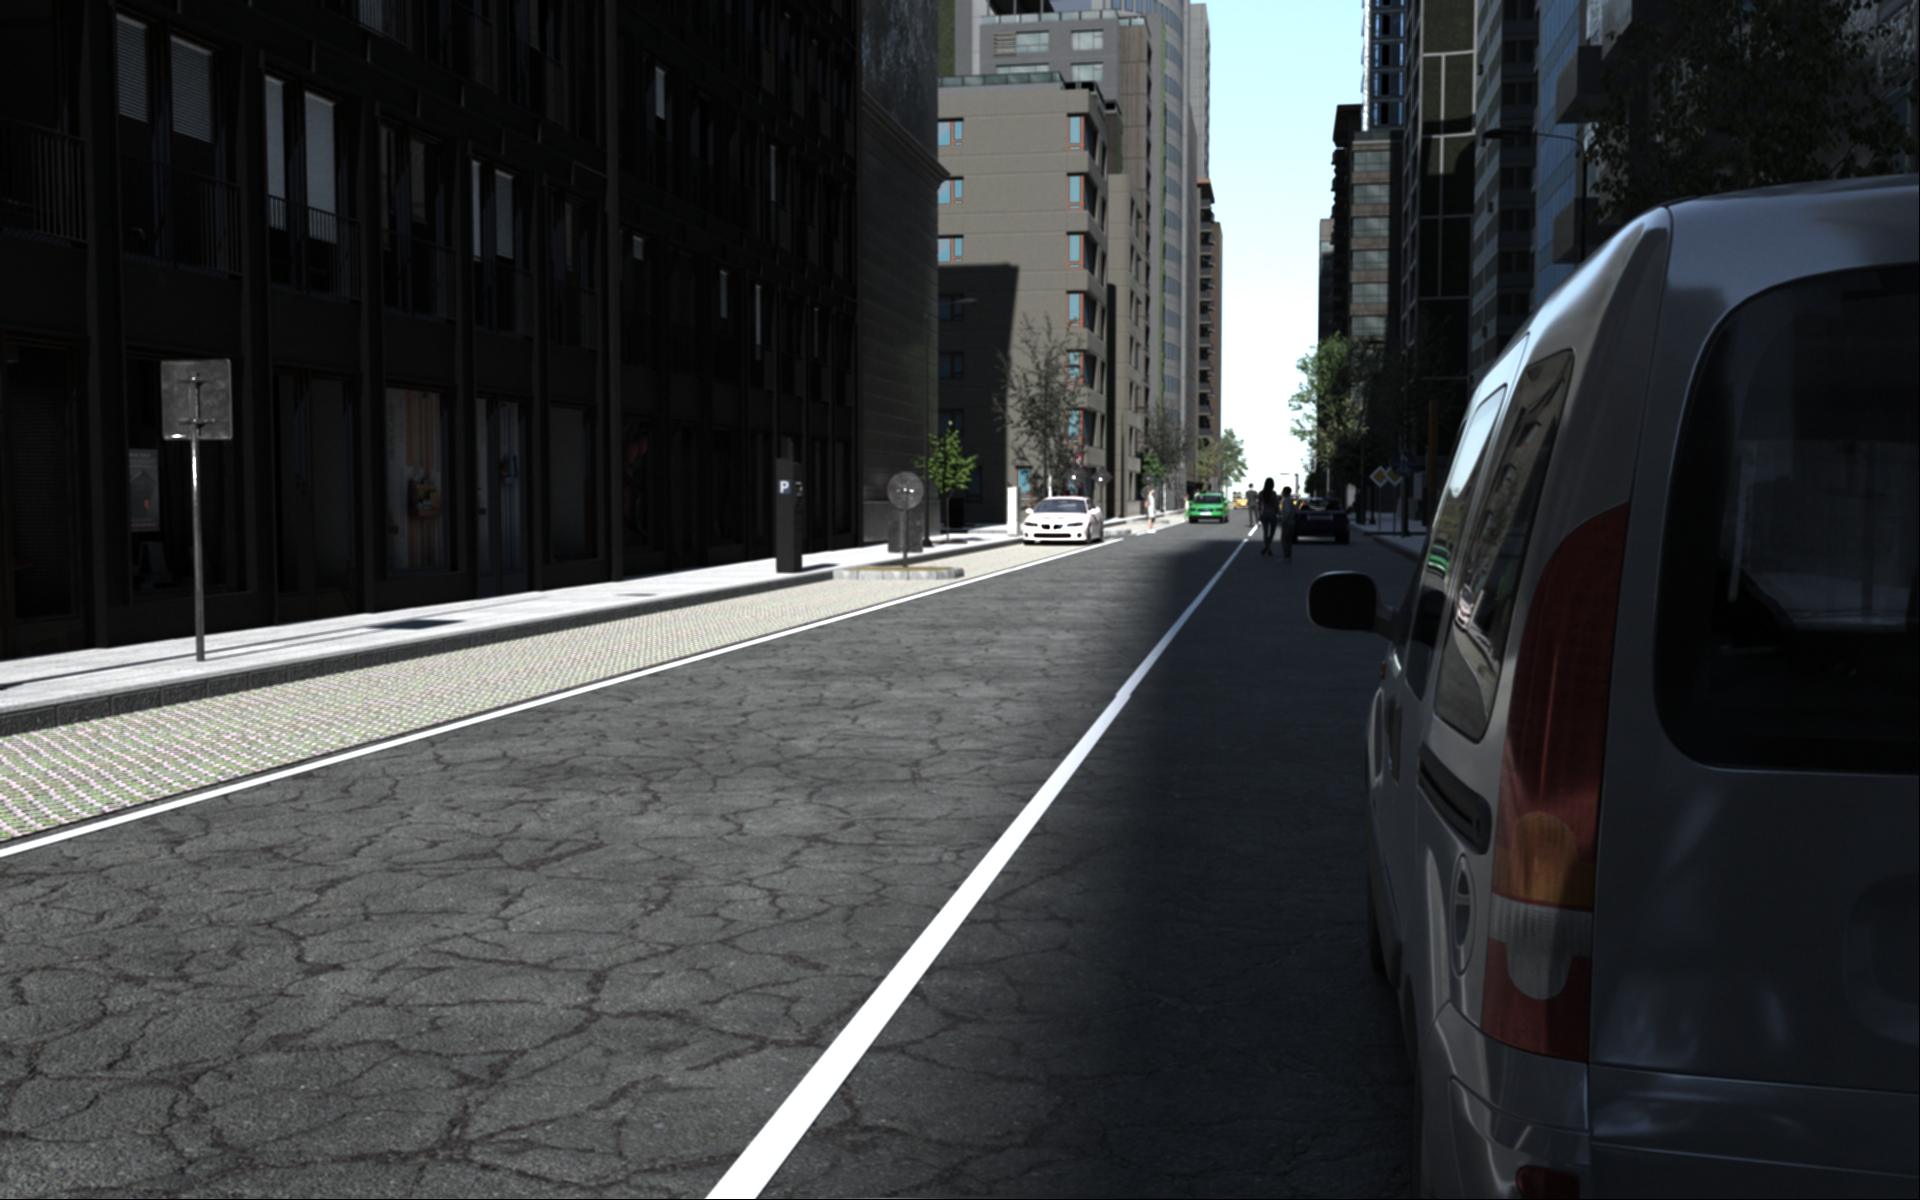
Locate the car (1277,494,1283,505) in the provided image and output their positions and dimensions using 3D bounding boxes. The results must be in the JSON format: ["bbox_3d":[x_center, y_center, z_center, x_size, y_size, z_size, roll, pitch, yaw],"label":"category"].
[{"bbox_3d":[26.955,-8.198,143.823,2.009,1.686,4.222,1,4,11],"label":"car"}]

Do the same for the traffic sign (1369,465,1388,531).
[{"bbox_3d":[14.612,-3.463,60.263,0.795,2.450,0.064,1,4,10],"label":"traffic sign"}]

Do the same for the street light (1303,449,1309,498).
[{"bbox_3d":[36.517,-12.637,179.148,1.470,5.913,1.316,1,4,10],"label":"street light"}]

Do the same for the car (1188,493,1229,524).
[{"bbox_3d":[12.339,-4.710,85.807,1.959,1.807,4.718,1,4,12],"label":"car"}]

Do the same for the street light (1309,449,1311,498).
[{"bbox_3d":[30.822,-10.738,148.106,1.470,5.913,1.316,1,4,10],"label":"street light"}]

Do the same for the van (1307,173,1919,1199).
[{"bbox_3d":[1.792,0.194,3.848,2.013,2.044,4.112,1,4,12],"label":"van"}]

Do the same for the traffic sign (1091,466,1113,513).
[{"bbox_3d":[5.084,-3.572,62.048,0.795,2.450,0.064,1,4,10],"label":"traffic sign"}]

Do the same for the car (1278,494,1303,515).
[{"bbox_3d":[22.412,-6.512,116.702,2.015,1.641,3.980,1,4,9],"label":"car"}]

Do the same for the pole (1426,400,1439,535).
[{"bbox_3d":[10.263,-2.678,37.625,0.158,3.312,0.155,0,3,0],"label":"pole"}]

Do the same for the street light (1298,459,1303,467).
[{"bbox_3d":[45.837,-15.701,229.258,1.470,5.913,1.316,1,4,10],"label":"street light"}]

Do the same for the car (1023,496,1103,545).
[{"bbox_3d":[3.005,-2.285,49.728,2.083,1.381,4.827,1,4,12],"label":"car"}]

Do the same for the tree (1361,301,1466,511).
[{"bbox_3d":[17.373,-7.139,67.078,4.360,8.622,3.978,0,3,0],"label":"tree"}]

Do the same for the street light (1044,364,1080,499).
[{"bbox_3d":[3.600,-5.480,62.140,1.470,5.913,1.316,1,4,10],"label":"street light"}]

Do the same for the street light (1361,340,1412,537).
[{"bbox_3d":[12.950,-4.877,52.281,1.470,5.913,1.316,1,4,10],"label":"street light"}]

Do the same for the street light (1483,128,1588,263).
[{"bbox_3d":[7.338,-3.028,22.054,1.470,5.913,1.316,1,4,10],"label":"street light"}]

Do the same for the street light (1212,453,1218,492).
[{"bbox_3d":[28.934,-13.804,198.235,1.470,5.913,1.316,1,4,10],"label":"street light"}]

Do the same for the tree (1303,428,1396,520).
[{"bbox_3d":[19.848,-6.249,85.882,4.285,4.588,4.351,0,3,0],"label":"tree"}]

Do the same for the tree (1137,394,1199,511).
[{"bbox_3d":[15.700,-11.120,132.177,4.360,8.622,3.978,0,3,0],"label":"tree"}]

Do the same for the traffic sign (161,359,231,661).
[{"bbox_3d":[-5.823,-0.678,13.217,0.606,2.300,0.079,1,4,15],"label":"traffic sign"}]

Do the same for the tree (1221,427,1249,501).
[{"bbox_3d":[45.189,-22.928,292.994,7.486,12.596,7.792,0,3,0],"label":"tree"}]

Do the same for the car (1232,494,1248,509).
[{"bbox_3d":[27.010,-9.486,165.327,2.015,1.641,3.980,1,4,9],"label":"car"}]

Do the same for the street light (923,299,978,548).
[{"bbox_3d":[-0.275,-4.215,41.462,1.470,5.913,1.316,1,4,10],"label":"street light"}]

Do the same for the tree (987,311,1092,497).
[{"bbox_3d":[3.407,-7.237,68.690,4.360,8.622,3.978,0,3,0],"label":"tree"}]

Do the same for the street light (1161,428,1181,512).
[{"bbox_3d":[14.858,-9.153,122.199,1.470,5.913,1.316,1,4,10],"label":"street light"}]

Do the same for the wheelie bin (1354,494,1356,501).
[{"bbox_3d":[28.350,-7.027,122.796,0.693,1.594,0.980,0,4,-3],"label":"wheelie bin"}]

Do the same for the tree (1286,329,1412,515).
[{"bbox_3d":[24.094,-11.153,108.111,9.928,11.665,9.643,0,3,0],"label":"tree"}]

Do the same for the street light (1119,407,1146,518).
[{"bbox_3d":[9.163,-7.317,92.182,1.470,5.913,1.316,1,4,10],"label":"street light"}]

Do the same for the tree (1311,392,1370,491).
[{"bbox_3d":[27.208,-10.635,124.238,4.737,8.622,4.395,0,3,0],"label":"tree"}]

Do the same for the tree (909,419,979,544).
[{"bbox_3d":[-0.213,-3.083,45.005,1.663,3.219,1.824,0,3,0],"label":"tree"}]

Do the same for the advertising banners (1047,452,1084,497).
[{"bbox_3d":[4.432,-4.708,73.163,2.074,3.025,0.090,3,5,43],"label":"advertising banners"}]

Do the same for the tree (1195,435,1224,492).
[{"bbox_3d":[29.862,-15.911,210.508,4.737,8.622,4.395,0,3,0],"label":"tree"}]

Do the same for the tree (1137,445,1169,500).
[{"bbox_3d":[12.232,-8.087,115.928,4.285,4.588,4.351,0,3,0],"label":"tree"}]

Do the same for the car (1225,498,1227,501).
[{"bbox_3d":[24.374,-9.482,164.813,2.009,1.686,4.222,1,4,11],"label":"car"}]

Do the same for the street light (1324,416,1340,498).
[{"bbox_3d":[22.430,-8.004,103.409,1.470,5.913,1.316,1,4,10],"label":"street light"}]

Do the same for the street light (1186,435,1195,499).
[{"bbox_3d":[17.649,-10.083,137.402,1.470,5.913,1.316,1,4,10],"label":"street light"}]

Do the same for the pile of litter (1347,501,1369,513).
[{"bbox_3d":[27.294,-6.430,119.103,1.719,0.858,1.176,1,4,17],"label":"pile of litter"}]

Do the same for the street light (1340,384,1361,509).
[{"bbox_3d":[16.954,-6.166,73.352,1.470,5.913,1.316,1,4,10],"label":"street light"}]

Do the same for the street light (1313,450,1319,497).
[{"bbox_3d":[28.119,-9.840,133.427,1.470,5.913,1.316,1,4,10],"label":"street light"}]

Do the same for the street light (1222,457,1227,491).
[{"bbox_3d":[32.797,-15.084,219.160,1.470,5.913,1.316,1,4,10],"label":"street light"}]

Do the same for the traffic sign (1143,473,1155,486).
[{"bbox_3d":[11.580,-6.492,106.257,0.768,2.556,0.104,1,4,19],"label":"traffic sign"}]

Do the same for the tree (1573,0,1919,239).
[{"bbox_3d":[8.165,-4.125,17.805,4.737,8.622,4.395,0,3,0],"label":"tree"}]

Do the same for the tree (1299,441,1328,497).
[{"bbox_3d":[44.934,-16.432,219.018,4.360,8.622,3.978,0,3,0],"label":"tree"}]

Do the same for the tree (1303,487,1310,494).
[{"bbox_3d":[53.063,-16.487,264.167,1.663,3.219,1.824,0,3,0],"label":"tree"}]

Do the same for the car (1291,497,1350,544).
[{"bbox_3d":[10.524,-2.354,51.066,1.945,1.354,3.894,1,4,9],"label":"car"}]

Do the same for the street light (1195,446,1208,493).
[{"bbox_3d":[23.298,-11.964,168.156,1.470,5.913,1.316,1,4,10],"label":"street light"}]

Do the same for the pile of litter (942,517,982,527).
[{"bbox_3d":[0.093,-3.294,67.821,1.719,0.858,1.176,-1,4,-12],"label":"pile of litter"}]

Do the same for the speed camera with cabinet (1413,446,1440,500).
[{"bbox_3d":[19.727,-4.724,71.576,2.038,3.252,0.660,-2,4,-24],"label":"speed camera with cabinet"}]

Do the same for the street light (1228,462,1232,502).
[{"bbox_3d":[38.346,-16.921,249.204,1.470,5.913,1.316,1,4,10],"label":"street light"}]

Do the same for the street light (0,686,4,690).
[{"bbox_3d":[-5.916,-2.354,11.034,1.470,5.913,1.316,1,4,10],"label":"street light"}]

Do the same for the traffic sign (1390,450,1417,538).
[{"bbox_3d":[12.858,-3.066,50.228,0.768,2.556,0.104,1,4,17],"label":"traffic sign"}]
